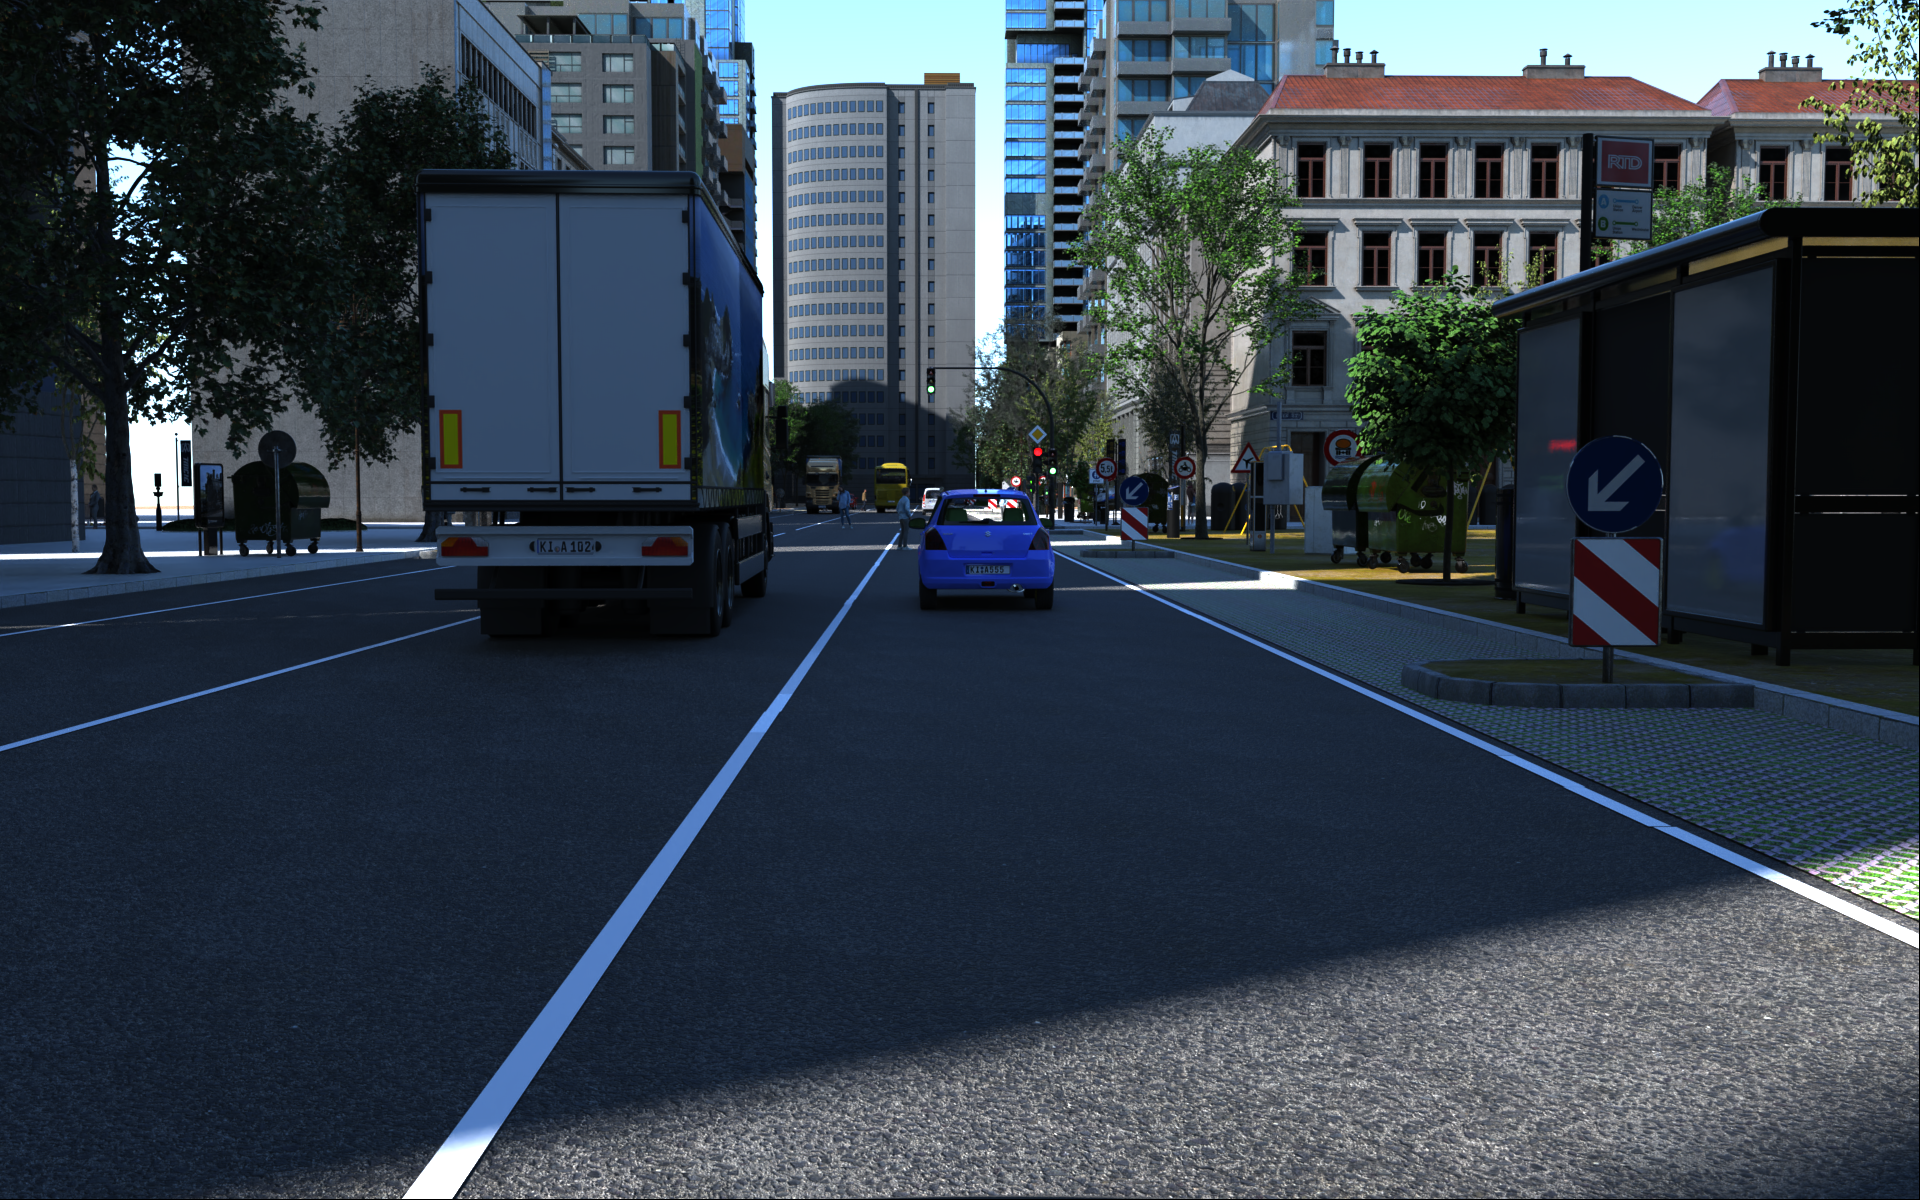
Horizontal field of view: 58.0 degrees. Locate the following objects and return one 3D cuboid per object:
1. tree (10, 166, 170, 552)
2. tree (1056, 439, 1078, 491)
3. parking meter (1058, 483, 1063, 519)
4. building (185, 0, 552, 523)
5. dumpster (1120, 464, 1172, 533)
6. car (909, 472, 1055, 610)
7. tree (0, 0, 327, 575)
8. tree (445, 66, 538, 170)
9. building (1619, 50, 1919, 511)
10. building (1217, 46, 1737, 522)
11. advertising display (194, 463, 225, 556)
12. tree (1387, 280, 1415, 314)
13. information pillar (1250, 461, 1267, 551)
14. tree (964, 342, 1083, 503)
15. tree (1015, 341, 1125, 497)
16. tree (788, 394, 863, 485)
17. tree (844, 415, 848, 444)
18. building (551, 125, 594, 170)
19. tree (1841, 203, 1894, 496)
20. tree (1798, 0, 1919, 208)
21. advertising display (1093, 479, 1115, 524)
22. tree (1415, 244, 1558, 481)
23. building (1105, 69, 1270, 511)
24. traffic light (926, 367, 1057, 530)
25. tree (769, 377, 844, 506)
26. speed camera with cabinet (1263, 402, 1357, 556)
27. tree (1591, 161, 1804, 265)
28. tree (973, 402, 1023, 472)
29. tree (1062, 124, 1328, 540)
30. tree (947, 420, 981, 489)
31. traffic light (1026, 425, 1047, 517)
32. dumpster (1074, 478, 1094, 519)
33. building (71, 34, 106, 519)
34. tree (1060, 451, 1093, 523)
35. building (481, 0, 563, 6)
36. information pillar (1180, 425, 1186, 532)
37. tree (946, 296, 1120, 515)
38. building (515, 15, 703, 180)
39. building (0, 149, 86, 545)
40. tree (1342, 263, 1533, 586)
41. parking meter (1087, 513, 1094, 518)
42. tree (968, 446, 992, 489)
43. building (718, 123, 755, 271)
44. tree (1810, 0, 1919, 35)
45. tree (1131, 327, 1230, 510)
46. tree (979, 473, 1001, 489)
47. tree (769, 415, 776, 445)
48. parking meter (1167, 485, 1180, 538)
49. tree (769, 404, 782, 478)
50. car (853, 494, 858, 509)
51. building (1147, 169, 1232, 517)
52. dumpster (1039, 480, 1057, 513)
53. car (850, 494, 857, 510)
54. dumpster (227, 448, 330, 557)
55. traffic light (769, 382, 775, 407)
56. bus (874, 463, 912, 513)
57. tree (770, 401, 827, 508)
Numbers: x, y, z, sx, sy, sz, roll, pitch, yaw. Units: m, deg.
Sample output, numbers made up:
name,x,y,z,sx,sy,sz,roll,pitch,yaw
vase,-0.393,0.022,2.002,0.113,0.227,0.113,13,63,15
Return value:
name,x,y,z,sx,sy,sz,roll,pitch,yaw
tree,-19.313,-5.366,38.104,4.737,8.622,4.395,0,3,0
tree,7.988,-11.671,141.178,4.360,8.622,3.978,0,3,0
parking meter,5.204,-5.149,89.893,0.255,1.863,0.399,0,4,4
building,-28.563,-16.450,86.986,12.078,24.808,19.932,0,4,-1
dumpster,6.159,-3.354,57.340,1.502,2.255,1.985,0,4,-1
car,0.291,-0.808,22.805,1.945,1.707,3.694,0,4,-2
tree,-13.708,-6.771,27.713,9.611,12.733,9.660,0,3,0
tree,-14.184,-7.917,46.450,9.611,12.733,9.660,0,3,0
building,44.859,-15.158,83.985,21.152,22.565,11.583,0,4,-1
building,23.720,-15.108,83.178,21.152,22.565,11.583,0,4,-1
advertising display,-15.689,-1.896,36.219,0.123,1.923,0.974,0,4,5
tree,16.422,-6.665,59.338,4.737,8.622,4.395,0,3,0
information pillar,6.682,-2.098,38.793,0.304,2.012,0.304,0,4,-6
tree,5.070,-12.974,129.137,9.611,12.733,9.660,0,3,0
tree,5.060,-8.133,83.337,4.737,8.622,4.395,0,3,0
tree,-17.111,-19.202,220.611,9.857,13.997,8.962,0,3,0
tree,-16.625,-16.303,192.313,9.928,11.665,9.643,0,3,0
building,-29.846,-19.102,109.579,12.463,27.353,25.104,0,4,-1
tree,21.903,-5.679,43.221,4.360,8.622,3.978,0,3,0
tree,12.374,-4.310,20.835,4.737,8.622,4.395,0,3,0
advertising display,6.148,-4.194,73.793,0.974,1.923,0.123,-1,4,-11
tree,16.802,-6.164,51.147,4.737,8.622,4.395,0,3,0
building,17.912,-21.539,129.657,11.434,29.767,29.804,0,4,-1
traffic light,1.184,-5.340,61.969,4.771,5.953,1.251,0,4,-1
tree,-16.107,-13.399,144.826,9.928,11.665,9.643,0,3,0
speed camera with cabinet,7.457,-2.600,36.840,0.660,3.252,2.038,-3,5,-45
tree,24.345,-7.933,55.462,9.928,11.665,9.643,0,3,0
tree,4.402,-13.332,152.392,8.767,10.594,7.601,3,5,44
tree,6.758,-7.527,48.825,9.928,11.665,9.643,0,3,0
tree,2.319,-18.134,222.240,9.928,11.665,9.643,0,3,0
traffic light,3.118,-4.967,70.134,0.839,4.253,0.868,0,4,-1
dumpster,6.706,-5.321,89.500,1.502,2.255,1.985,0,4,-1
building,-54.007,-18.171,82.992,20.117,28.700,13.634,0,4,-1
tree,5.543,-5.074,77.565,1.663,3.219,1.824,0,3,0
building,-53.402,-40.300,200.909,28.212,58.520,21.231,0,4,-1
information pillar,7.636,-4.156,59.301,0.183,3.616,0.504,1,4,15
tree,4.669,-11.999,106.557,12.009,13.543,11.850,0,3,0
building,-30.251,-28.602,151.241,14.154,41.232,14.086,0,4,-1
building,-38.245,-30.560,41.658,28.212,58.520,21.231,0,4,-1
tree,6.953,-2.507,24.711,4.285,4.588,4.351,0,3,0
parking meter,6.867,-5.226,91.156,0.255,1.863,0.399,2,4,33
tree,3.059,-14.399,185.780,4.737,8.622,4.395,0,3,0
building,-32.032,-33.966,205.446,14.200,45.320,14.600,0,4,-1
tree,20.067,-10.780,32.142,12.611,20.169,13.585,0,3,0
tree,9.461,-7.658,75.566,4.360,8.622,3.978,0,3,0
tree,3.844,-13.313,201.385,4.285,4.588,4.351,0,3,0
tree,-16.298,-11.337,135.715,4.737,8.622,4.395,0,3,0
parking meter,6.248,-2.585,50.679,0.372,1.533,0.369,0,3,0
tree,-16.113,-11.943,112.274,9.611,12.733,9.660,0,3,0
car,-10.973,-9.766,168.721,2.155,1.783,4.494,0,4,-2
building,17.339,-15.704,105.917,9.793,20.994,18.267,0,4,-1
dumpster,5.812,-7.021,117.293,1.502,2.255,1.985,0,4,-1
car,-10.573,-9.267,160.555,2.155,1.783,4.494,0,3,0
dumpster,-14.275,-2.068,36.307,1.502,2.255,1.985,0,4,-1
traffic light,-9.850,-5.825,69.901,4.771,5.953,1.251,0,4,-1
bus,-5.280,-8.853,136.292,2.896,3.916,12.252,0,4,-1
tree,-17.164,-15.010,179.817,8.767,10.594,7.601,2,4,26
